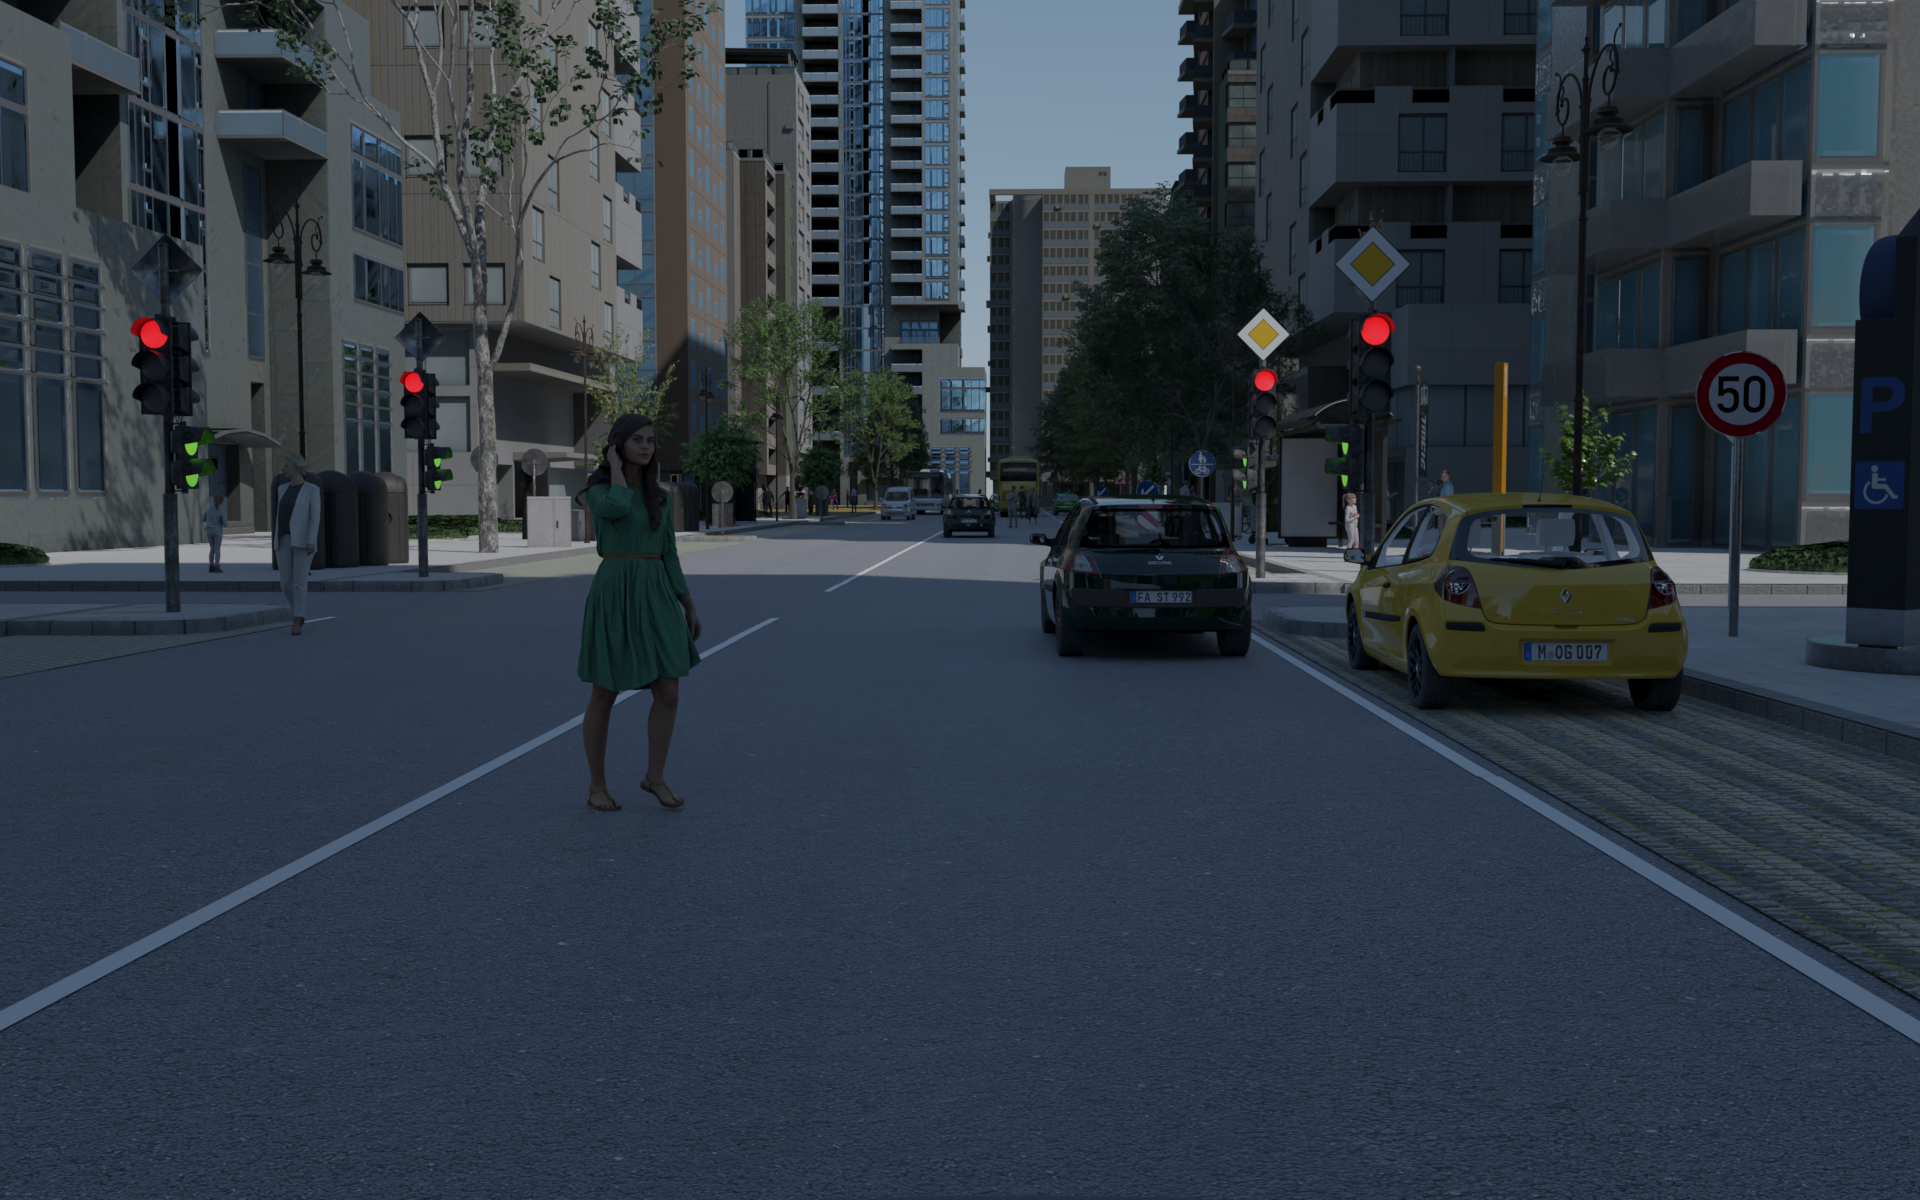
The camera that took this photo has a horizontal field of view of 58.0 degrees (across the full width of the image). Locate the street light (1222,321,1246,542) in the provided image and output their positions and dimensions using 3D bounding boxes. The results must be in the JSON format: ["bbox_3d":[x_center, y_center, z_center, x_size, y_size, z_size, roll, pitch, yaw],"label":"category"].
[{"bbox_3d":[7.338,-4.508,46.491,0.468,5.910,1.993,0,4,2],"label":"street light"}]

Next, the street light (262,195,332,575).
[{"bbox_3d":[-10.331,-3.325,27.153,0.468,5.910,1.993,0,4,2],"label":"street light"}]

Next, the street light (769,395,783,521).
[{"bbox_3d":[-8.578,-6.618,80.999,0.468,5.910,1.993,0,4,2],"label":"street light"}]

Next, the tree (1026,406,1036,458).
[{"bbox_3d":[11.158,-16.037,168.857,9.857,13.997,8.962,0,3,0],"label":"tree"}]

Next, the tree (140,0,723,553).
[{"bbox_3d":[-11.129,-11.021,36.090,12.611,20.169,13.585,0,3,0],"label":"tree"}]

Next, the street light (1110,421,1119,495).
[{"bbox_3d":[9.001,-7.841,100.985,0.468,5.910,1.993,0,4,2],"label":"street light"}]

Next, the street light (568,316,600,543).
[{"bbox_3d":[-9.748,-4.423,45.102,0.468,5.910,1.993,0,4,2],"label":"street light"}]

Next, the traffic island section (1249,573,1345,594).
[{"bbox_3d":[4.604,-0.254,26.427,2.009,0.180,2.903,0,4,2],"label":"traffic island section"}]

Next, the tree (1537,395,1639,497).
[{"bbox_3d":[10.983,-2.222,30.934,1.663,3.219,1.824,0,3,0],"label":"tree"}]

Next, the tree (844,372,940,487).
[{"bbox_3d":[-6.499,-15.062,163.279,9.611,12.733,9.660,0,3,0],"label":"tree"}]

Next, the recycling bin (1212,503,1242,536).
[{"bbox_3d":[7.874,-2.371,51.324,0.722,1.027,0.722,3,4,38],"label":"recycling bin"}]

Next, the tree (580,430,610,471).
[{"bbox_3d":[-10.470,-3.527,52.270,1.663,3.219,1.824,0,3,0],"label":"tree"}]

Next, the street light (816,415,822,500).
[{"bbox_3d":[-8.036,-7.716,98.949,0.468,5.910,1.993,0,4,2],"label":"street light"}]

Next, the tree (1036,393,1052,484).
[{"bbox_3d":[11.777,-14.825,149.040,9.857,13.997,8.962,0,3,0],"label":"tree"}]

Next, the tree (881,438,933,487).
[{"bbox_3d":[-6.260,-14.773,175.951,7.601,10.594,8.767,0,4,-1],"label":"tree"}]

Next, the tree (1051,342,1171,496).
[{"bbox_3d":[10.228,-11.620,108.116,7.486,12.596,7.792,0,3,0],"label":"tree"}]

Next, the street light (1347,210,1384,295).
[{"bbox_3d":[6.726,-3.410,28.543,0.468,5.910,1.993,0,4,2],"label":"street light"}]

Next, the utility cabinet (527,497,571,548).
[{"bbox_3d":[-9.871,-1.863,41.619,1.020,1.237,0.306,-1,4,-12],"label":"utility cabinet"}]

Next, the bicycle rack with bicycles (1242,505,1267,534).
[{"bbox_3d":[8.592,-2.639,56.529,2.925,0.926,2.852,-1,4,-15],"label":"bicycle rack with bicycles"}]

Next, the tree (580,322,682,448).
[{"bbox_3d":[-14.349,-7.631,75.124,4.737,8.622,4.395,0,3,0],"label":"tree"}]

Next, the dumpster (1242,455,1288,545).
[{"bbox_3d":[7.989,-2.520,43.697,1.502,2.255,1.985,0,4,2],"label":"dumpster"}]

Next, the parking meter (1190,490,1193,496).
[{"bbox_3d":[10.381,-4.299,78.698,0.372,1.533,0.369,0,3,0],"label":"parking meter"}]

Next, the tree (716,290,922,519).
[{"bbox_3d":[-8.470,-9.915,87.867,9.928,11.665,9.643,0,3,0],"label":"tree"}]

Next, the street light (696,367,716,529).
[{"bbox_3d":[-9.216,-5.521,63.052,0.468,5.910,1.993,0,4,2],"label":"street light"}]

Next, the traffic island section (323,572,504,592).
[{"bbox_3d":[-8.331,-0.279,26.840,2.009,0.180,2.903,0,4,2],"label":"traffic island section"}]

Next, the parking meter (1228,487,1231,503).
[{"bbox_3d":[9.757,-3.271,61.894,0.372,1.533,0.369,0,3,0],"label":"parking meter"}]

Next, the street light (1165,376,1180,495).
[{"bbox_3d":[7.889,-5.606,64.440,0.468,5.910,1.993,0,4,2],"label":"street light"}]

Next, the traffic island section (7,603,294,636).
[{"bbox_3d":[-8.583,0.209,18.859,2.009,0.180,2.903,0,4,2],"label":"traffic island section"}]

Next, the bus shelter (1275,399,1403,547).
[{"bbox_3d":[8.398,-2.776,39.308,2.014,3.302,5.546,0,4,2],"label":"bus shelter"}]

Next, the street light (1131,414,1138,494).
[{"bbox_3d":[8.435,-6.730,82.820,0.468,5.910,1.993,0,4,2],"label":"street light"}]

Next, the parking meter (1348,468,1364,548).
[{"bbox_3d":[7.960,-1.772,34.689,0.255,1.863,0.399,2,4,29],"label":"parking meter"}]

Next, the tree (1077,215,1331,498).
[{"bbox_3d":[8.141,-7.617,58.942,8.767,10.594,7.601,0,4,6],"label":"tree"}]

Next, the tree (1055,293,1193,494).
[{"bbox_3d":[8.937,-10.085,90.639,9.928,11.665,9.643,0,3,0],"label":"tree"}]

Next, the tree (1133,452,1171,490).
[{"bbox_3d":[8.776,-5.097,77.933,1.663,3.219,1.824,0,3,0],"label":"tree"}]

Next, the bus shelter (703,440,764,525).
[{"bbox_3d":[-9.849,-5.162,75.679,1.731,3.624,6.357,0,4,2],"label":"bus shelter"}]

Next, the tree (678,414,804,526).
[{"bbox_3d":[-9.448,-5.241,69.412,4.285,4.588,4.351,0,3,0],"label":"tree"}]

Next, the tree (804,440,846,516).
[{"bbox_3d":[-8.467,-7.275,102.666,4.285,4.588,4.351,0,3,0],"label":"tree"}]

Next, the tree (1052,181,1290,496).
[{"bbox_3d":[8.928,-10.033,70.698,9.857,13.997,8.962,0,3,0],"label":"tree"}]

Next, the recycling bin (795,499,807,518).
[{"bbox_3d":[-8.762,-5.004,94.368,0.722,1.027,0.722,-1,4,-17],"label":"recycling bin"}]

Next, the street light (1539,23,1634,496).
[{"bbox_3d":[6.324,-2.744,17.653,0.468,5.910,1.993,0,4,2],"label":"street light"}]

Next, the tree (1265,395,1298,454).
[{"bbox_3d":[18.877,-9.011,97.687,4.737,8.622,4.395,0,3,0],"label":"tree"}]
